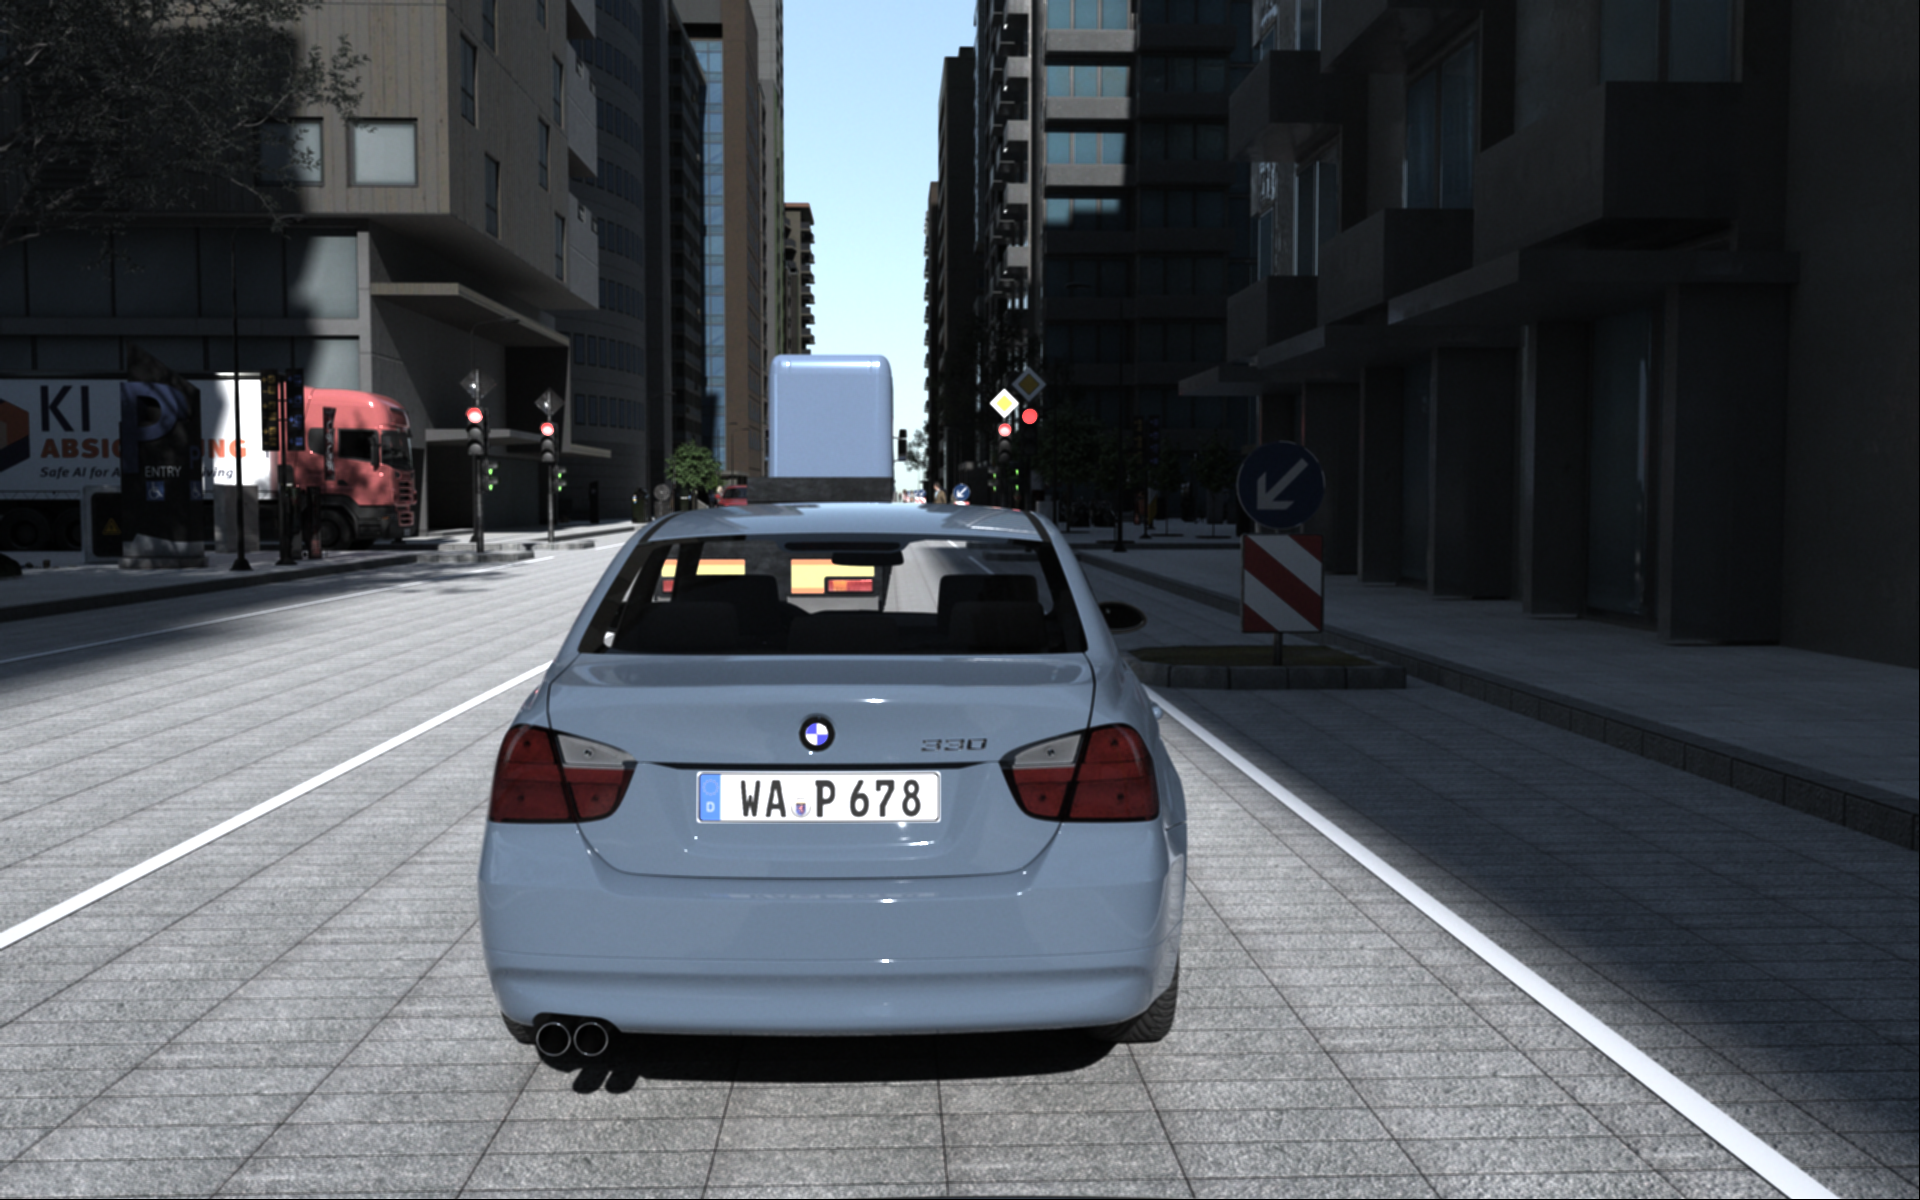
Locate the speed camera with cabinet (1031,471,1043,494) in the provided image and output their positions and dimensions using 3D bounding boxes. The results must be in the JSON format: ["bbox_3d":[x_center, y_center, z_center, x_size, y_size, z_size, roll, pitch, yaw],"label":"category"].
[{"bbox_3d":[2.896,-4.421,66.617,0.660,3.252,2.038,0,4,5],"label":"speed camera with cabinet"}]

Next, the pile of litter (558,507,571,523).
[{"bbox_3d":[-17.895,-3.879,77.380,1.176,0.858,1.719,2,4,27],"label":"pile of litter"}]

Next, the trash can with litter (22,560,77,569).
[{"bbox_3d":[-16.341,-1.131,29.544,2.233,1.210,1.678,-2,4,-24],"label":"trash can with litter"}]

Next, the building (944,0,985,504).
[{"bbox_3d":[10.159,-51.715,158.213,22.319,86.520,31.000,0,4,-2],"label":"building"}]

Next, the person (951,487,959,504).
[{"bbox_3d":[-0.233,-4.602,84.290,0.362,1.759,0.519,2,4,27],"label":"person"}]

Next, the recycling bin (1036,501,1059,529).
[{"bbox_3d":[3.111,-3.009,61.748,0.722,1.027,0.722,0,4,-7],"label":"recycling bin"}]

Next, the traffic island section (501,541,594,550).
[{"bbox_3d":[-10.831,-1.439,45.806,2.009,0.180,2.903,0,4,-2],"label":"traffic island section"}]

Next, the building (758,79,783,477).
[{"bbox_3d":[-24.820,-29.482,165.633,14.154,41.232,14.086,0,4,-2],"label":"building"}]

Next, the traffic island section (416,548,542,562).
[{"bbox_3d":[-10.495,-0.951,37.828,2.009,0.180,2.903,0,4,-2],"label":"traffic island section"}]

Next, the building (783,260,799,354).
[{"bbox_3d":[-26.952,-26.886,211.292,14.160,30.474,14.107,0,4,-2],"label":"building"}]

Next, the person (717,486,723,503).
[{"bbox_3d":[-10.504,-4.144,76.429,0.526,1.800,0.537,1,4,23],"label":"person"}]

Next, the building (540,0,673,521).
[{"bbox_3d":[-27.903,-33.673,92.550,21.231,58.520,28.212,0,4,-2],"label":"building"}]

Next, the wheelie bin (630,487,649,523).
[{"bbox_3d":[-14.026,-4.161,75.937,0.693,1.594,0.980,0,4,4],"label":"wheelie bin"}]

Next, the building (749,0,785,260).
[{"bbox_3d":[-31.328,-48.254,227.208,20.563,71.187,20.611,0,4,-2],"label":"building"}]

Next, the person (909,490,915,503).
[{"bbox_3d":[-3.373,-6.853,121.542,0.512,1.701,0.522,0,4,0],"label":"person"}]

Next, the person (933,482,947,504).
[{"bbox_3d":[-0.736,-3.088,58.899,0.656,1.842,0.836,1,4,16],"label":"person"}]

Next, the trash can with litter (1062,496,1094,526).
[{"bbox_3d":[4.986,-3.649,70.718,1.678,1.210,2.233,0,4,3],"label":"trash can with litter"}]

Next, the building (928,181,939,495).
[{"bbox_3d":[2.636,-36.191,241.837,14.600,45.320,14.200,0,4,-2],"label":"building"}]

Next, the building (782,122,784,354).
[{"bbox_3d":[-25.723,-30.341,179.666,14.154,41.232,14.086,0,4,-2],"label":"building"}]

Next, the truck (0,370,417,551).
[{"bbox_3d":[-17.978,-3.151,40.433,11.283,4.237,2.839,0,4,-4],"label":"truck"}]

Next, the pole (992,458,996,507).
[{"bbox_3d":[1.819,-6.040,92.589,0.158,3.312,0.155,0,3,0],"label":"pole"}]

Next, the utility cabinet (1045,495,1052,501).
[{"bbox_3d":[4.078,-4.586,86.147,1.020,1.237,0.306,-2,4,-33],"label":"utility cabinet"}]

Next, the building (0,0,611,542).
[{"bbox_3d":[-27.373,-28.605,56.930,28.713,52.752,27.495,0,4,-2],"label":"building"}]

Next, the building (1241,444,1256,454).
[{"bbox_3d":[24.622,-24.650,57.654,28.867,44.769,22.147,0,4,-2],"label":"building"}]

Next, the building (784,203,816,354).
[{"bbox_3d":[-32.468,-36.578,252.681,22.147,44.769,28.867,0,4,-2],"label":"building"}]

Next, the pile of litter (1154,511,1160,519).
[{"bbox_3d":[9.598,-4.543,88.235,1.719,0.858,1.176,-3,4,-37],"label":"pile of litter"}]

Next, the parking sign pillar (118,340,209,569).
[{"bbox_3d":[-13.909,-2.549,30.149,1.447,3.967,1.447,1,4,9],"label":"parking sign pillar"}]

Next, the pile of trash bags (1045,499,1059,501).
[{"bbox_3d":[3.731,-4.311,80.244,1.912,1.369,3.447,-1,4,-18],"label":"pile of trash bags"}]

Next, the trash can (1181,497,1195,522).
[{"bbox_3d":[10.511,-4.148,79.471,0.748,1.137,0.748,0,3,0],"label":"trash can"}]

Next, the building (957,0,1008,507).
[{"bbox_3d":[10.476,-42.479,132.782,20.563,71.187,20.611,0,4,-2],"label":"building"}]

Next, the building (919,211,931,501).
[{"bbox_3d":[5.708,-39.461,264.798,23.786,49.044,30.456,0,4,-2],"label":"building"}]

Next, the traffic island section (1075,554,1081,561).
[{"bbox_3d":[1.536,-0.981,38.327,2.009,0.180,2.903,0,4,-2],"label":"traffic island section"}]

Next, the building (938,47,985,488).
[{"bbox_3d":[8.650,-34.366,185.583,21.300,48.544,21.600,0,4,-2],"label":"building"}]

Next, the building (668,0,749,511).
[{"bbox_3d":[-32.828,-26.926,132.121,32.217,40.220,23.993,0,4,-2],"label":"building"}]

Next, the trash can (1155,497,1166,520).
[{"bbox_3d":[9.969,-4.546,85.976,0.748,1.137,0.748,0,3,0],"label":"trash can"}]

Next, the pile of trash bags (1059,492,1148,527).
[{"bbox_3d":[5.808,-3.532,67.505,3.447,1.369,1.912,1,4,11],"label":"pile of trash bags"}]

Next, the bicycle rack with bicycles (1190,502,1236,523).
[{"bbox_3d":[12.039,-3.877,76.764,2.852,0.926,2.925,-3,5,-41],"label":"bicycle rack with bicycles"}]

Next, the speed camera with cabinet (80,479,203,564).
[{"bbox_3d":[-15.320,-2.329,32.415,2.038,3.252,0.660,-2,4,-32],"label":"speed camera with cabinet"}]

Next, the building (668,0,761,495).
[{"bbox_3d":[-24.980,-30.658,151.372,14.600,45.320,14.200,0,4,-2],"label":"building"}]

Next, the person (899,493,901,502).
[{"bbox_3d":[-8.661,-14.707,250.427,0.415,1.643,0.593,1,4,20],"label":"person"}]

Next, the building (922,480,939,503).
[{"bbox_3d":[11.327,-32.485,223.017,32.217,40.220,23.993,0,4,-2],"label":"building"}]

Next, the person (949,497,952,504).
[{"bbox_3d":[-0.472,-4.642,88.652,0.590,1.304,0.306,-3,5,-43],"label":"person"}]

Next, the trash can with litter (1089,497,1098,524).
[{"bbox_3d":[6.033,-3.822,73.881,1.055,1.170,0.624,0,4,-1],"label":"trash can with litter"}]

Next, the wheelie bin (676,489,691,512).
[{"bbox_3d":[-18.240,-6.500,114.184,0.980,1.594,0.693,-1,4,-14],"label":"wheelie bin"}]

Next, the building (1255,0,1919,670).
[{"bbox_3d":[16.109,-24.593,21.710,23.786,49.044,30.456,0,4,-2],"label":"building"}]

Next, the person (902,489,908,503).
[{"bbox_3d":[-3.892,-6.759,119.603,0.643,1.750,0.593,1,4,8],"label":"person"}]

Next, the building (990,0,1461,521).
[{"bbox_3d":[13.395,-29.681,104.886,23.786,49.044,30.456,0,4,-2],"label":"building"}]

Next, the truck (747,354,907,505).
[{"bbox_3d":[-2.323,-2.316,27.627,2.967,4.110,18.799,0,4,-2],"label":"truck"}]

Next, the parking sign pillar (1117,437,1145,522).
[{"bbox_3d":[7.943,-5.592,79.906,1.447,3.967,1.447,-1,4,-10],"label":"parking sign pillar"}]

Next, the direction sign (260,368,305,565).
[{"bbox_3d":[-12.237,-2.407,31.346,0.876,3.537,0.379,1,4,15],"label":"direction sign"}]

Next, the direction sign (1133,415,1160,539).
[{"bbox_3d":[5.352,-3.538,49.844,0.876,3.537,0.379,3,4,38],"label":"direction sign"}]
